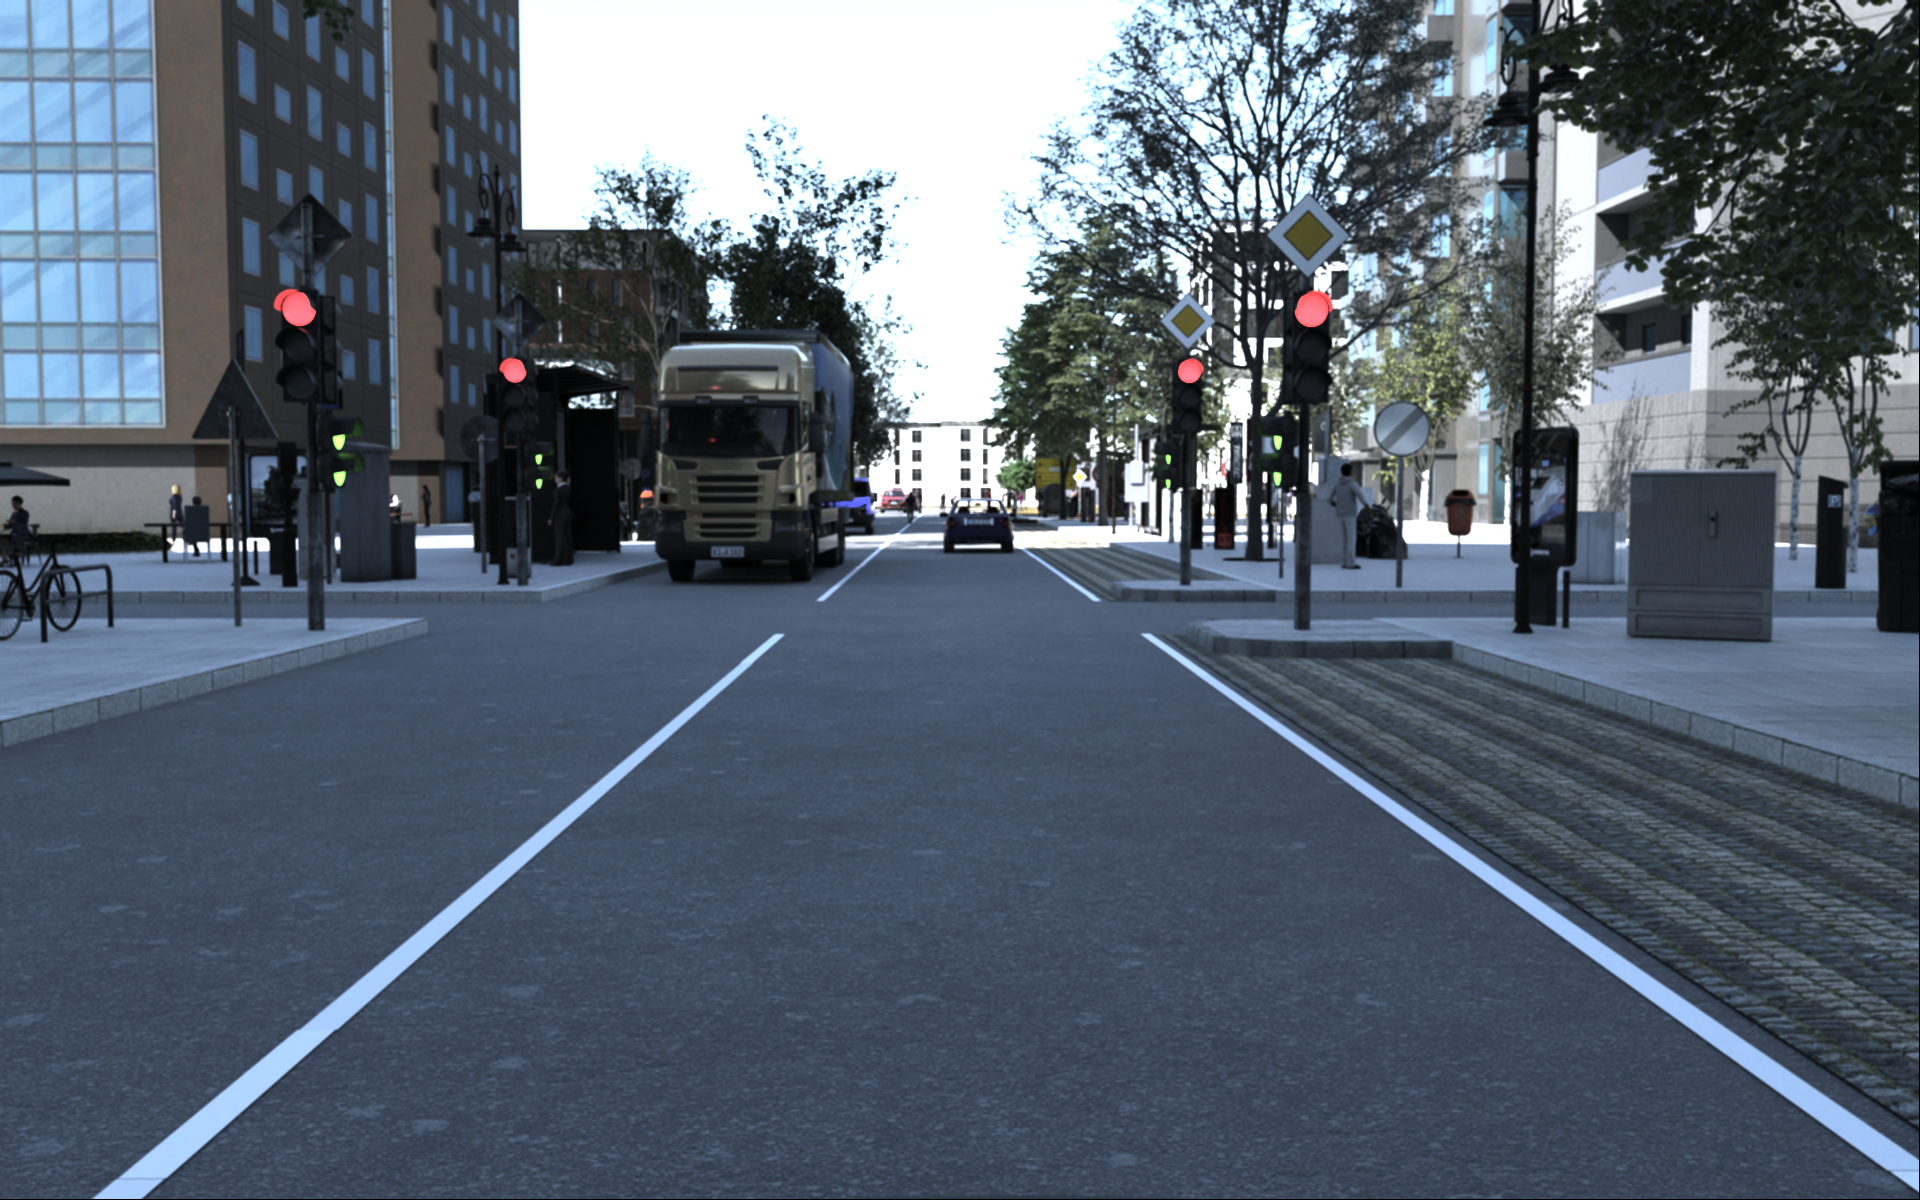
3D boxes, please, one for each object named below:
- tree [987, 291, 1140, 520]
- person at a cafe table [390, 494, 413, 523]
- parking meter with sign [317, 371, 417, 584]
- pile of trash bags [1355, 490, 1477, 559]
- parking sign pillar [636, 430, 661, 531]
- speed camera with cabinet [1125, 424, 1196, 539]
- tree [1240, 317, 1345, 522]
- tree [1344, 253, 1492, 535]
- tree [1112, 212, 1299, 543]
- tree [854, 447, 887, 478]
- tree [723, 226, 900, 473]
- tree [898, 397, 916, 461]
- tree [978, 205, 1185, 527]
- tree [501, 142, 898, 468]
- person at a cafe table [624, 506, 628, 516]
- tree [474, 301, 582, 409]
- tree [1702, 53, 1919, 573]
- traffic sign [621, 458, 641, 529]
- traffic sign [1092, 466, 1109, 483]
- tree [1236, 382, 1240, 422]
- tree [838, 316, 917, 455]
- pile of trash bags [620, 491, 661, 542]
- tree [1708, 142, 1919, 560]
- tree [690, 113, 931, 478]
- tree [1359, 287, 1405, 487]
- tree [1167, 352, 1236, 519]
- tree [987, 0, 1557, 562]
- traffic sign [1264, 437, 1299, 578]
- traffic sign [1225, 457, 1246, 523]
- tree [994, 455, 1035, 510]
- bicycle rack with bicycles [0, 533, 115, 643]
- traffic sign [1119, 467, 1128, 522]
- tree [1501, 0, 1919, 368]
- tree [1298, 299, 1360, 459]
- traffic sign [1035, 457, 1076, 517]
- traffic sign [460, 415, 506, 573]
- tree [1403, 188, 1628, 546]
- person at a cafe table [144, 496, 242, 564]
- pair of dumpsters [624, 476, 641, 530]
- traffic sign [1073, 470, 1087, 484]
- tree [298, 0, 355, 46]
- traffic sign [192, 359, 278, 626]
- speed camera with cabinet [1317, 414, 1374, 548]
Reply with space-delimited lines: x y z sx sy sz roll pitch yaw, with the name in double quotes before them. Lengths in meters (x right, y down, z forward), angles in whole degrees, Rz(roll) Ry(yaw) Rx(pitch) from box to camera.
"tree" 5.296 -9.828 86.440 9.928 11.665 9.643 0 3 0
"person at a cafe table" -16.616 -2.523 49.765 1.698 1.524 1.622 1 4 9
"parking meter with sign" -8.700 -1.780 25.370 0.543 3.016 1.738 1 4 21
"pile of trash bags" 8.591 -1.535 34.853 3.447 1.369 1.912 1 4 14
"parking sign pillar" -10.447 -4.355 59.683 1.447 3.967 1.447 2 4 25
"speed camera with cabinet" 5.716 -3.352 49.135 2.038 3.252 0.660 1 4 9
"tree" 14.941 -7.404 71.422 4.737 8.622 4.395 0 3 0
"tree" 14.468 -6.319 53.682 4.737 8.622 4.395 0 3 0
"tree" 5.698 -5.788 44.999 4.360 8.622 3.978 0 3 0
"tree" -8.110 -11.669 141.150 4.360 8.622 3.978 0 3 0
"tree" -7.334 -9.635 74.532 9.611 12.733 9.660 0 3 0
"tree" -7.582 -11.408 120.925 8.767 10.594 7.601 -3 4 -38
"tree" 5.420 -9.159 67.870 7.486 12.596 7.792 0 3 0
"tree" -7.482 -6.817 45.875 8.767 10.594 7.601 -2 4 -35
"person at a cafe table" -15.513 -4.348 81.957 1.726 1.238 1.698 -3 5 -41
"tree" -15.996 -7.034 65.371 4.360 8.622 3.978 0 3 0
"tree" 14.386 -4.754 28.094 4.737 8.622 4.395 0 3 0
"traffic sign" -11.613 -3.744 61.313 0.768 2.556 0.104 0 4 5
"traffic sign" 6.254 -4.706 77.051 0.768 2.556 0.104 0 4 4
"tree" 15.349 -7.929 80.001 4.737 8.622 4.395 0 3 0
"tree" -7.954 -12.128 108.665 12.009 13.543 11.850 0 3 0
"pile of trash bags" -8.918 -2.336 47.942 1.912 1.369 3.447 0 4 1
"tree" 16.397 -5.098 33.721 4.360 8.622 3.978 0 3 0
"tree" -9.045 -14.270 89.207 12.611 20.169 13.585 0 3 0
"tree" 15.782 -6.642 58.964 4.360 8.622 3.978 0 3 0
"tree" 12.876 -8.495 89.256 4.737 8.622 4.395 0 3 0
"tree" 5.800 -7.493 32.883 12.009 13.543 11.850 0 3 0
"traffic sign" 4.913 -1.487 26.441 0.606 2.300 0.079 0 4 6
"traffic sign" 9.037 -3.455 56.590 0.768 2.556 0.104 0 4 5
"tree" 5.125 -10.542 156.071 4.285 4.588 4.351 0 3 0
"bicycle rack with bicycles" -9.037 -0.130 15.510 2.852 0.926 2.925 0 4 -8
"traffic sign" 7.730 -4.885 79.968 0.768 2.556 0.104 0 4 8
"tree" 6.441 -5.537 8.658 7.486 12.596 7.792 0 3 0
"tree" 13.756 -6.979 64.472 4.360 8.622 3.978 0 3 0
"traffic sign" 5.280 -6.225 95.656 2.265 3.308 0.079 0 4 4
"traffic sign" -7.714 -1.706 27.999 0.768 2.556 0.104 0 4 5
"tree" 13.905 -5.641 42.599 4.360 8.622 3.978 0 3 0
"person at a cafe table" -14.381 -1.327 32.555 1.698 1.238 1.726 -2 4 -26
"pair of dumpsters" -11.275 -3.745 63.728 1.574 2.255 4.437 0 4 -1
"traffic sign" 6.392 -5.653 92.165 0.795 2.593 0.064 0 4 4
"tree" -7.104 -5.213 10.990 9.928 11.665 9.643 0 3 0
"traffic sign" -7.010 -1.024 16.743 0.884 2.594 0.081 1 4 8
"speed camera with cabinet" 9.354 -2.917 42.024 0.660 3.252 2.038 -1 4 -13
